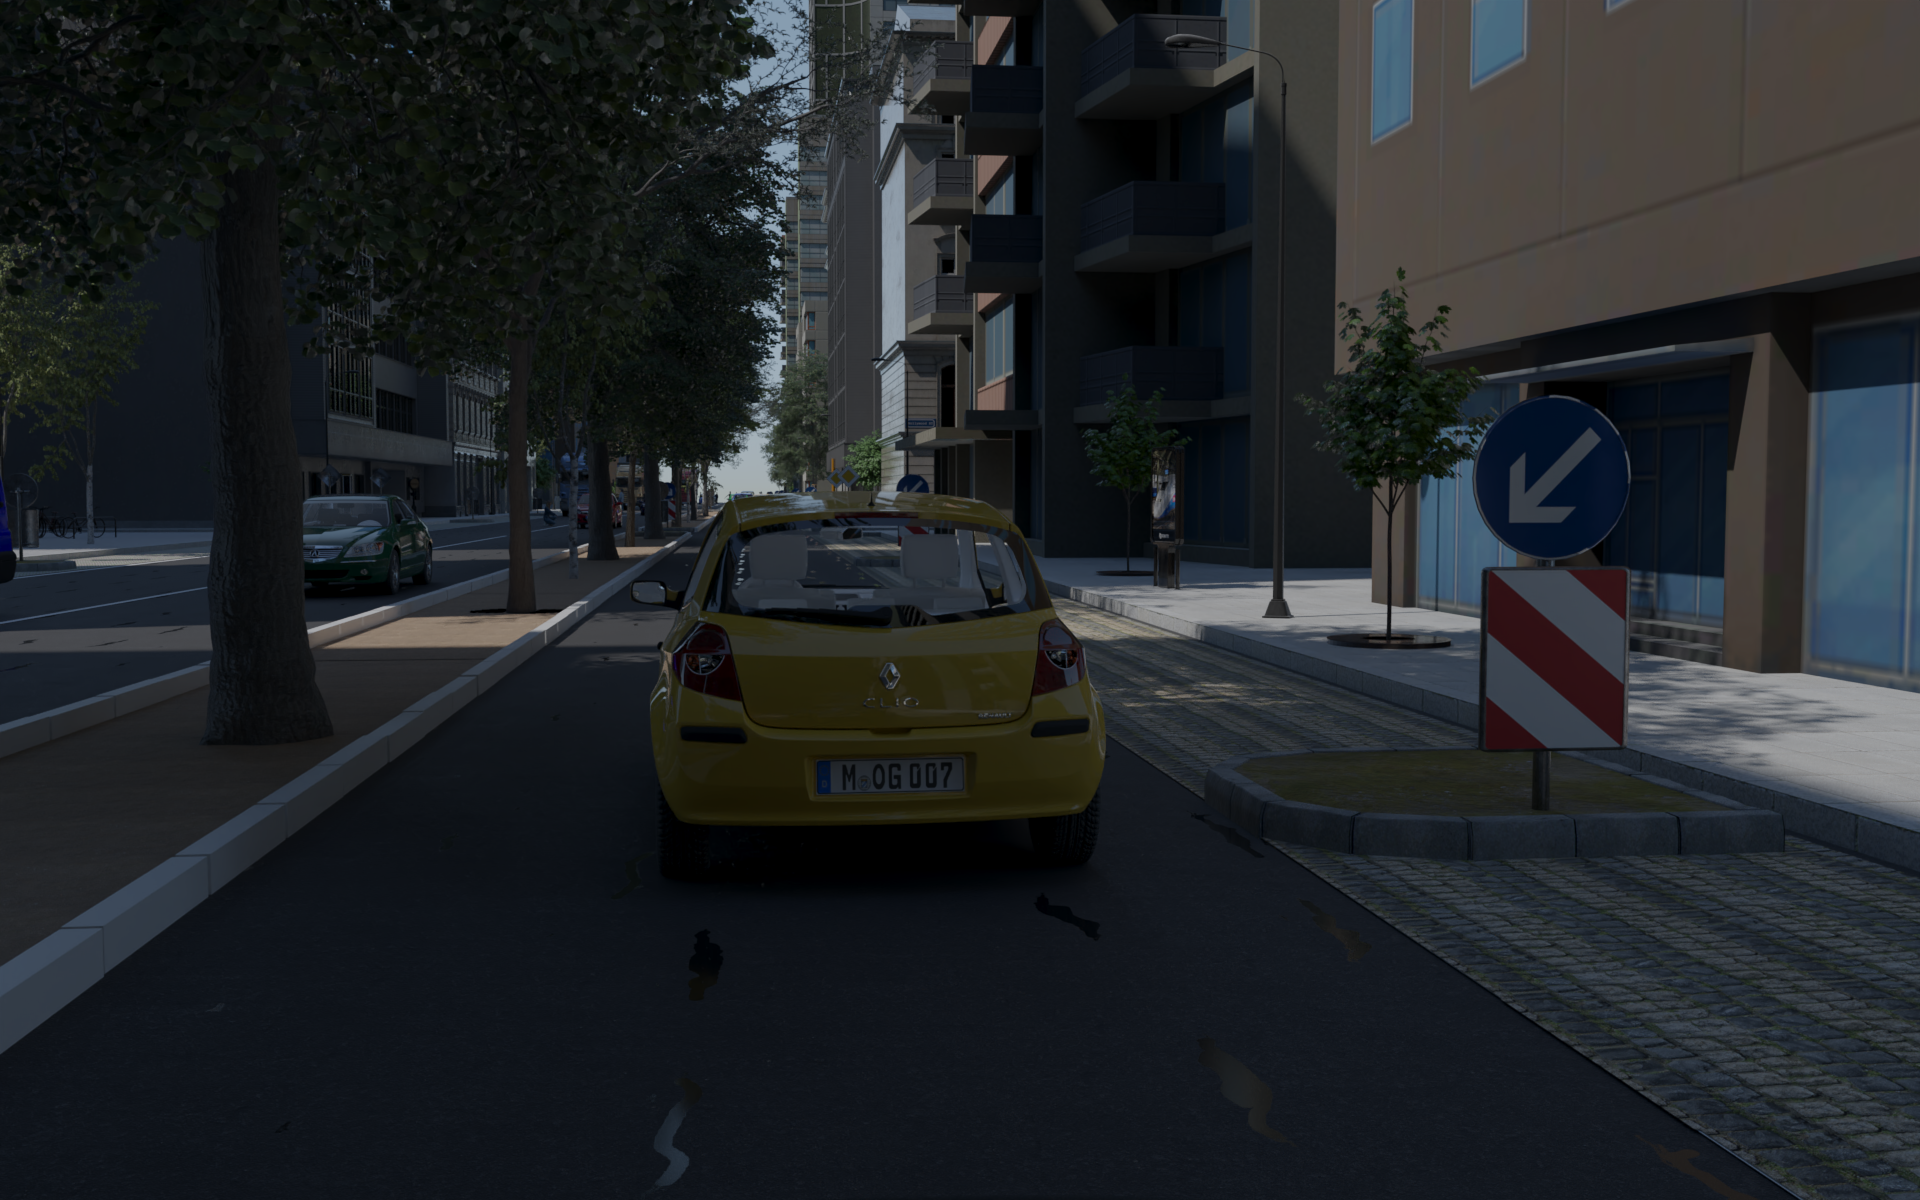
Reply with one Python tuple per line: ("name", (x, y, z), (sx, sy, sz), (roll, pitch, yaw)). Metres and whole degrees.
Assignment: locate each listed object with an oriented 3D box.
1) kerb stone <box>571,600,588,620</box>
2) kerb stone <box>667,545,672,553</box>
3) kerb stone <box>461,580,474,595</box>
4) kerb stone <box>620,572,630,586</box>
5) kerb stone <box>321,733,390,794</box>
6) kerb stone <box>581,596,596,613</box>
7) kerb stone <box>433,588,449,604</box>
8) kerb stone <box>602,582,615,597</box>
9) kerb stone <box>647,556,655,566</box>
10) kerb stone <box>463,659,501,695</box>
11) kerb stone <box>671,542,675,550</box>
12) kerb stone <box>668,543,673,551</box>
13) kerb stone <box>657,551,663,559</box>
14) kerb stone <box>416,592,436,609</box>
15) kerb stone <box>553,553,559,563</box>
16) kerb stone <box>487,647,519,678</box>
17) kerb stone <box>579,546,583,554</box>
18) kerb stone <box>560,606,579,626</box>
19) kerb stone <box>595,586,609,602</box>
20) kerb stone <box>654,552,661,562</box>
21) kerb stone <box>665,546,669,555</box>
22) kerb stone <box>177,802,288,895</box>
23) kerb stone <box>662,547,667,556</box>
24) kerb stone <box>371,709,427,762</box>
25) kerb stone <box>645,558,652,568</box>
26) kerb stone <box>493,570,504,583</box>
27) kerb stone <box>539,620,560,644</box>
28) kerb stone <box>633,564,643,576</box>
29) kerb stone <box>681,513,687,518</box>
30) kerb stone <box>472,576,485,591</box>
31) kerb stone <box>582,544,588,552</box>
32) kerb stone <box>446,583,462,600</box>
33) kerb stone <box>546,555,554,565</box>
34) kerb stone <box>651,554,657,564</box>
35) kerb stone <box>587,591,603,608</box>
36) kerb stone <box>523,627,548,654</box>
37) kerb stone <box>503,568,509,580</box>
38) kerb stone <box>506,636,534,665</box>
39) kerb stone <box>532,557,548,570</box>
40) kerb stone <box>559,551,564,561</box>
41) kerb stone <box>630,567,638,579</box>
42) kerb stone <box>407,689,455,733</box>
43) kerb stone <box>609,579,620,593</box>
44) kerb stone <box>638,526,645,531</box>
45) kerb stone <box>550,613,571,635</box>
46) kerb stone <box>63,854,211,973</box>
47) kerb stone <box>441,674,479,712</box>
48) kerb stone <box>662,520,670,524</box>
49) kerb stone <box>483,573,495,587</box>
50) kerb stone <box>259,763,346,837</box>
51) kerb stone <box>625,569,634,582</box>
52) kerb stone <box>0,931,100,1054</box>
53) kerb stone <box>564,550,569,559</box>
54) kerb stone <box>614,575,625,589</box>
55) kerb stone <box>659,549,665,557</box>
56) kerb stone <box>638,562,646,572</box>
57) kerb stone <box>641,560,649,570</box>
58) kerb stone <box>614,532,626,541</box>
("kerb stone", (-4.414, 0.139, 19.916), (0.120, 0.150, 1.000), (0, 4, -7))
("kerb stone", (-7.022, -1.169, 41.313), (0.120, 0.150, 1.000), (0, 4, -7))
("kerb stone", (-7.122, -0.155, 24.723), (0.120, 0.150, 1.000), (0, 4, -7))
("kerb stone", (-5.289, -0.297, 27.059), (0.120, 0.150, 1.000), (0, 4, -7))
("kerb stone", (-3.049, 0.825, 8.717), (0.120, 0.150, 1.000), (0, 4, -7))
("kerb stone", (-4.538, 0.083, 20.936), (0.120, 0.150, 1.000), (0, 4, -7))
("kerb stone", (-6.872, -0.027, 22.694), (0.120, 0.150, 1.000), (0, 4, -7))
("kerb stone", (-4.921, -0.110, 23.996), (0.120, 0.150, 1.000), (0, 4, -7))
("kerb stone", (-6.154, -0.727, 34.186), (0.120, 0.150, 1.000), (0, 4, -7))
("kerb stone", (-3.539, 0.575, 12.787), (0.120, 0.150, 1.000), (0, 4, -7))
("kerb stone", (-7.273, -1.293, 43.342), (0.120, 0.150, 1.000), (0, 4, -7))
("kerb stone", (-7.152, -1.231, 42.327), (0.120, 0.150, 1.000), (0, 4, -7))
("kerb stone", (-6.526, -0.915, 37.230), (0.120, 0.150, 1.000), (0, 4, -7))
("kerb stone", (-6.749, 0.032, 21.679), (0.120, 0.150, 1.000), (0, 4, -7))
("kerb stone", (-8.482, -0.841, 35.947), (0.120, 0.150, 1.000), (0, 4, -7))
("kerb stone", (-3.669, 0.513, 13.813), (0.120, 0.150, 1.000), (0, 4, -7))
("kerb stone", (-9.114, -1.152, 41.046), (0.120, 0.150, 1.000), (0, 4, -7))
("kerb stone", (-4.293, 0.205, 18.901), (0.120, 0.150, 1.000), (0, 4, -7))
("kerb stone", (-4.791, -0.047, 22.965), (0.120, 0.150, 1.000), (0, 4, -7))
("kerb stone", (-6.402, -0.857, 36.215), (0.120, 0.150, 1.000), (0, 4, -7))
("kerb stone", (-6.906, -1.107, 40.292), (0.120, 0.150, 1.000), (0, 4, -7))
("kerb stone", (-2.797, 0.952, 6.678), (0.120, 0.150, 1.000), (0, 4, -7))
("kerb stone", (-6.779, -1.044, 39.264), (0.120, 0.150, 1.000), (0, 4, -7))
("kerb stone", (-3.164, 0.767, 9.733), (0.120, 0.150, 1.000), (0, 4, -7))
("kerb stone", (-6.038, -0.671, 33.170), (0.120, 0.150, 1.000), (0, 4, -7))
("kerb stone", (-7.482, -0.342, 27.787), (0.120, 0.150, 1.000), (0, 4, -7))
("kerb stone", (-4.035, 0.328, 16.873), (0.120, 0.150, 1.000), (0, 4, -7))
("kerb stone", (-5.656, -0.483, 30.116), (0.120, 0.150, 1.000), (0, 4, -7))
("kerb stone", (-17.638, -5.413, 110.790), (0.120, 0.150, 1.000), (0, 4, -7))
("kerb stone", (-7.241, -0.216, 25.752), (0.120, 0.150, 1.000), (0, 4, -7))
("kerb stone", (-9.360, -1.277, 43.076), (0.120, 0.150, 1.000), (0, 4, -7))
("kerb stone", (-6.991, -0.093, 23.709), (0.120, 0.150, 1.000), (0, 4, -7))
("kerb stone", (-8.363, -0.774, 34.925), (0.120, 0.150, 1.000), (0, 4, -7))
("kerb stone", (-6.288, -0.795, 35.200), (0.120, 0.150, 1.000), (0, 4, -7))
("kerb stone", (-4.660, 0.015, 21.951), (0.120, 0.150, 1.000), (0, 4, -7))
("kerb stone", (-3.917, 0.388, 15.848), (0.120, 0.150, 1.000), (0, 4, -7))
("kerb stone", (-7.614, -0.404, 28.807), (0.120, 0.150, 1.000), (0, 4, -7))
("kerb stone", (-3.794, 0.450, 14.833), (0.120, 0.150, 1.000), (0, 4, -7))
("kerb stone", (-8.235, -0.713, 33.900), (0.120, 0.150, 1.000), (0, 4, -7))
("kerb stone", (-8.611, -0.903, 36.966), (0.120, 0.150, 1.000), (0, 4, -7))
("kerb stone", (-5.543, -0.421, 29.100), (0.120, 0.150, 1.000), (0, 4, -7))
("kerb stone", (-3.296, 0.701, 10.747), (0.120, 0.150, 1.000), (0, 4, -7))
("kerb stone", (-5.040, -0.172, 25.014), (0.120, 0.150, 1.000), (0, 4, -7))
("kerb stone", (-12.286, -2.733, 67.020), (0.120, 0.150, 1.000), (0, 4, -7))
("kerb stone", (-4.158, 0.266, 17.888), (0.120, 0.150, 1.000), (0, 4, -7))
("kerb stone", (-2.673, 1.016, 5.655), (0.120, 0.150, 1.000), (0, 4, -7))
("kerb stone", (-3.421, 0.649, 11.763), (0.120, 0.150, 1.000), (0, 4, -7))
("kerb stone", (-14.655, -3.920, 86.377), (0.120, 0.150, 1.000), (0, 4, -7))
("kerb stone", (-7.364, -0.278, 26.767), (0.120, 0.150, 1.000), (0, 4, -7))
("kerb stone", (-2.921, 0.887, 7.701), (0.120, 0.150, 1.000), (0, 4, -7))
("kerb stone", (-5.419, -0.360, 28.081), (0.120, 0.150, 1.000), (0, 4, -7))
("kerb stone", (-2.541, 1.078, 4.635), (0.120, 0.150, 1.000), (0, 4, -7))
("kerb stone", (-8.734, -0.961, 37.981), (0.120, 0.150, 1.000), (0, 4, -7))
("kerb stone", (-5.165, -0.235, 26.038), (0.120, 0.150, 1.000), (0, 4, -7))
("kerb stone", (-6.654, -0.979, 38.245), (0.120, 0.150, 1.000), (0, 4, -7))
("kerb stone", (-5.784, -0.546, 31.130), (0.120, 0.150, 1.000), (0, 4, -7))
("kerb stone", (-5.912, -0.608, 32.152), (0.120, 0.150, 1.000), (0, 4, -7))
("kerb stone", (-10.855, -2.021, 55.293), (0.120, 0.150, 1.000), (0, 4, -7))
